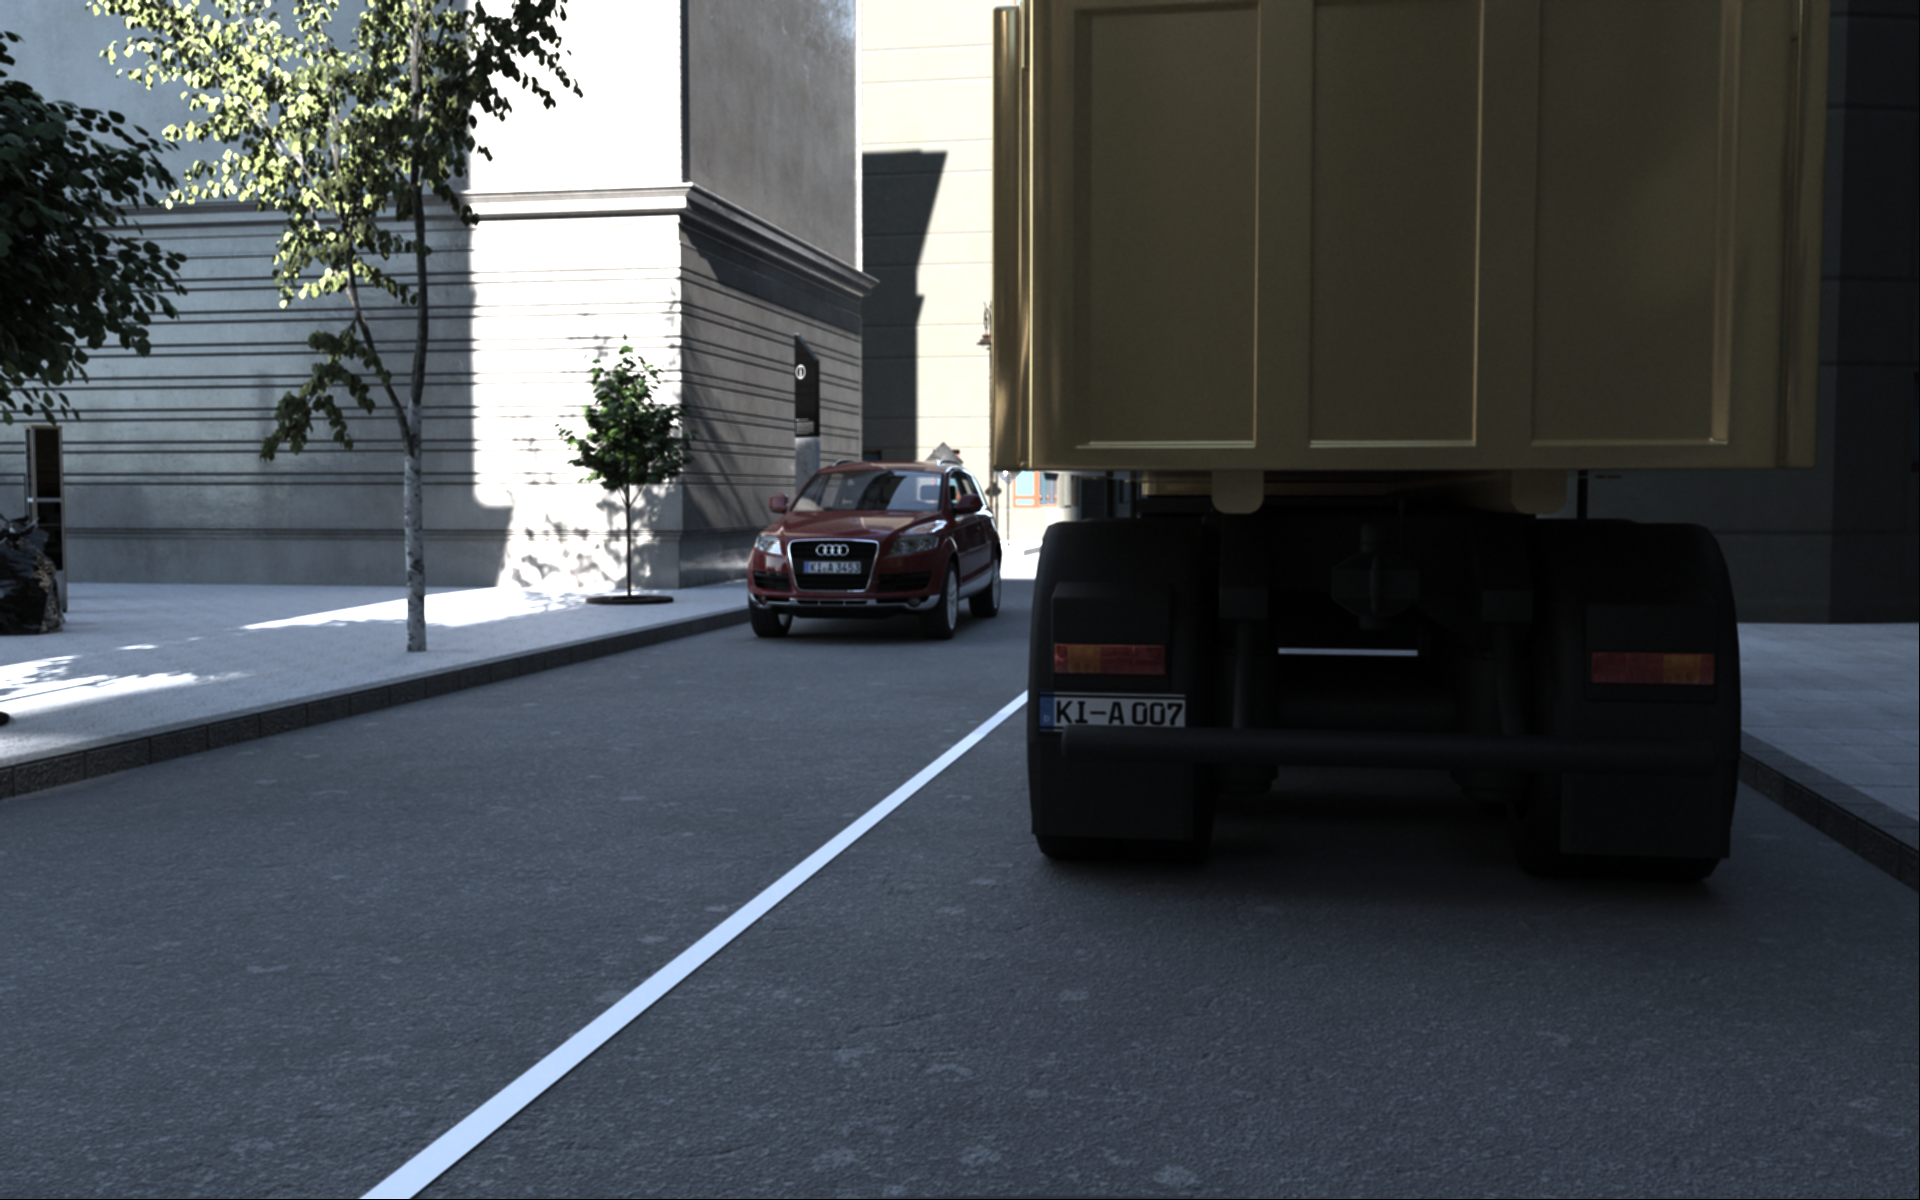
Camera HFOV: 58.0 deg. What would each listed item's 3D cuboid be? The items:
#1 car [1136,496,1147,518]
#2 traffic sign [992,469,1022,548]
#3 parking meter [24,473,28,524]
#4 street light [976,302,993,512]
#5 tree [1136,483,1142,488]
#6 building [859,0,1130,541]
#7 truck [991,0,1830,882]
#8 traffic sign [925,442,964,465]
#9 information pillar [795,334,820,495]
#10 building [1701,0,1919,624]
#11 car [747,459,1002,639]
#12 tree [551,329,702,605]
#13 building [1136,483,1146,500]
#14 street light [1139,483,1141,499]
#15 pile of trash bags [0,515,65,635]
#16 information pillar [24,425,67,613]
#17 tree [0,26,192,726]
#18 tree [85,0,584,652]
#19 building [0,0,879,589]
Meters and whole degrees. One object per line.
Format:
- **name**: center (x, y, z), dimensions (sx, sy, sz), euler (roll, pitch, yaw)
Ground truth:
- **car**: center (7.545, -3.243, 65.033), dimensions (2.014, 1.417, 4.499), euler (1, 4, 9)
- **traffic sign**: center (1.149, -2.303, 41.298), dimensions (0.795, 2.450, 0.064), euler (1, 4, 11)
- **parking meter**: center (-11.244, -0.785, 21.241), dimensions (0.372, 1.533, 0.369), euler (0, 3, 0)
- **street light**: center (0.749, -4.207, 41.575), dimensions (0.468, 5.910, 1.993), euler (1, 4, 11)
- **tree**: center (8.123, -7.926, 79.954), dimensions (4.737, 8.622, 4.395), euler (0, 3, 0)
- **building**: center (-8.590, -13.353, 63.368), dimensions (27.650, 21.520, 28.899), euler (1, 4, 11)
- **truck**: center (2.181, -0.871, 10.158), dimensions (3.469, 3.379, 9.791), euler (1, 4, 10)
- **traffic sign**: center (-0.326, -1.823, 33.450), dimensions (0.795, 2.450, 0.064), euler (1, 4, 11)
- **information pillar**: center (-2.233, -2.074, 25.259), dimensions (0.183, 3.616, 0.504), euler (-3, 5, -43)
- **building**: center (18.427, -10.029, 9.020), dimensions (27.650, 21.520, 28.899), euler (1, 4, 11)
- **car**: center (-0.794, -0.625, 18.899), dimensions (2.281, 1.827, 5.304), euler (1, 4, 9)
- **tree**: center (-4.023, -1.576, 20.370), dimensions (1.663, 3.219, 1.824), euler (0, 3, 0)
- **building**: center (0.171, -33.989, 97.722), dimensions (21.231, 58.520, 28.212), euler (1, 4, 11)
- **street light**: center (8.696, -6.775, 83.556), dimensions (0.468, 5.910, 1.993), euler (1, 4, 11)
- **pile of trash bags**: center (-10.176, -0.392, 16.160), dimensions (3.447, 1.369, 1.912), euler (-1, 4, -13)
- **information pillar**: center (-9.869, -0.869, 18.703), dimensions (0.304, 2.012, 0.304), euler (-3, 5, -40)
- **tree**: center (-6.091, -1.566, 9.313), dimensions (4.285, 4.588, 4.351), euler (0, 3, 0)
- **tree**: center (-4.685, -3.886, 13.900), dimensions (4.737, 8.622, 4.395), euler (0, 3, 0)
- **building**: center (-12.432, -11.812, 29.285), dimensions (21.152, 22.565, 11.583), euler (1, 4, 11)
